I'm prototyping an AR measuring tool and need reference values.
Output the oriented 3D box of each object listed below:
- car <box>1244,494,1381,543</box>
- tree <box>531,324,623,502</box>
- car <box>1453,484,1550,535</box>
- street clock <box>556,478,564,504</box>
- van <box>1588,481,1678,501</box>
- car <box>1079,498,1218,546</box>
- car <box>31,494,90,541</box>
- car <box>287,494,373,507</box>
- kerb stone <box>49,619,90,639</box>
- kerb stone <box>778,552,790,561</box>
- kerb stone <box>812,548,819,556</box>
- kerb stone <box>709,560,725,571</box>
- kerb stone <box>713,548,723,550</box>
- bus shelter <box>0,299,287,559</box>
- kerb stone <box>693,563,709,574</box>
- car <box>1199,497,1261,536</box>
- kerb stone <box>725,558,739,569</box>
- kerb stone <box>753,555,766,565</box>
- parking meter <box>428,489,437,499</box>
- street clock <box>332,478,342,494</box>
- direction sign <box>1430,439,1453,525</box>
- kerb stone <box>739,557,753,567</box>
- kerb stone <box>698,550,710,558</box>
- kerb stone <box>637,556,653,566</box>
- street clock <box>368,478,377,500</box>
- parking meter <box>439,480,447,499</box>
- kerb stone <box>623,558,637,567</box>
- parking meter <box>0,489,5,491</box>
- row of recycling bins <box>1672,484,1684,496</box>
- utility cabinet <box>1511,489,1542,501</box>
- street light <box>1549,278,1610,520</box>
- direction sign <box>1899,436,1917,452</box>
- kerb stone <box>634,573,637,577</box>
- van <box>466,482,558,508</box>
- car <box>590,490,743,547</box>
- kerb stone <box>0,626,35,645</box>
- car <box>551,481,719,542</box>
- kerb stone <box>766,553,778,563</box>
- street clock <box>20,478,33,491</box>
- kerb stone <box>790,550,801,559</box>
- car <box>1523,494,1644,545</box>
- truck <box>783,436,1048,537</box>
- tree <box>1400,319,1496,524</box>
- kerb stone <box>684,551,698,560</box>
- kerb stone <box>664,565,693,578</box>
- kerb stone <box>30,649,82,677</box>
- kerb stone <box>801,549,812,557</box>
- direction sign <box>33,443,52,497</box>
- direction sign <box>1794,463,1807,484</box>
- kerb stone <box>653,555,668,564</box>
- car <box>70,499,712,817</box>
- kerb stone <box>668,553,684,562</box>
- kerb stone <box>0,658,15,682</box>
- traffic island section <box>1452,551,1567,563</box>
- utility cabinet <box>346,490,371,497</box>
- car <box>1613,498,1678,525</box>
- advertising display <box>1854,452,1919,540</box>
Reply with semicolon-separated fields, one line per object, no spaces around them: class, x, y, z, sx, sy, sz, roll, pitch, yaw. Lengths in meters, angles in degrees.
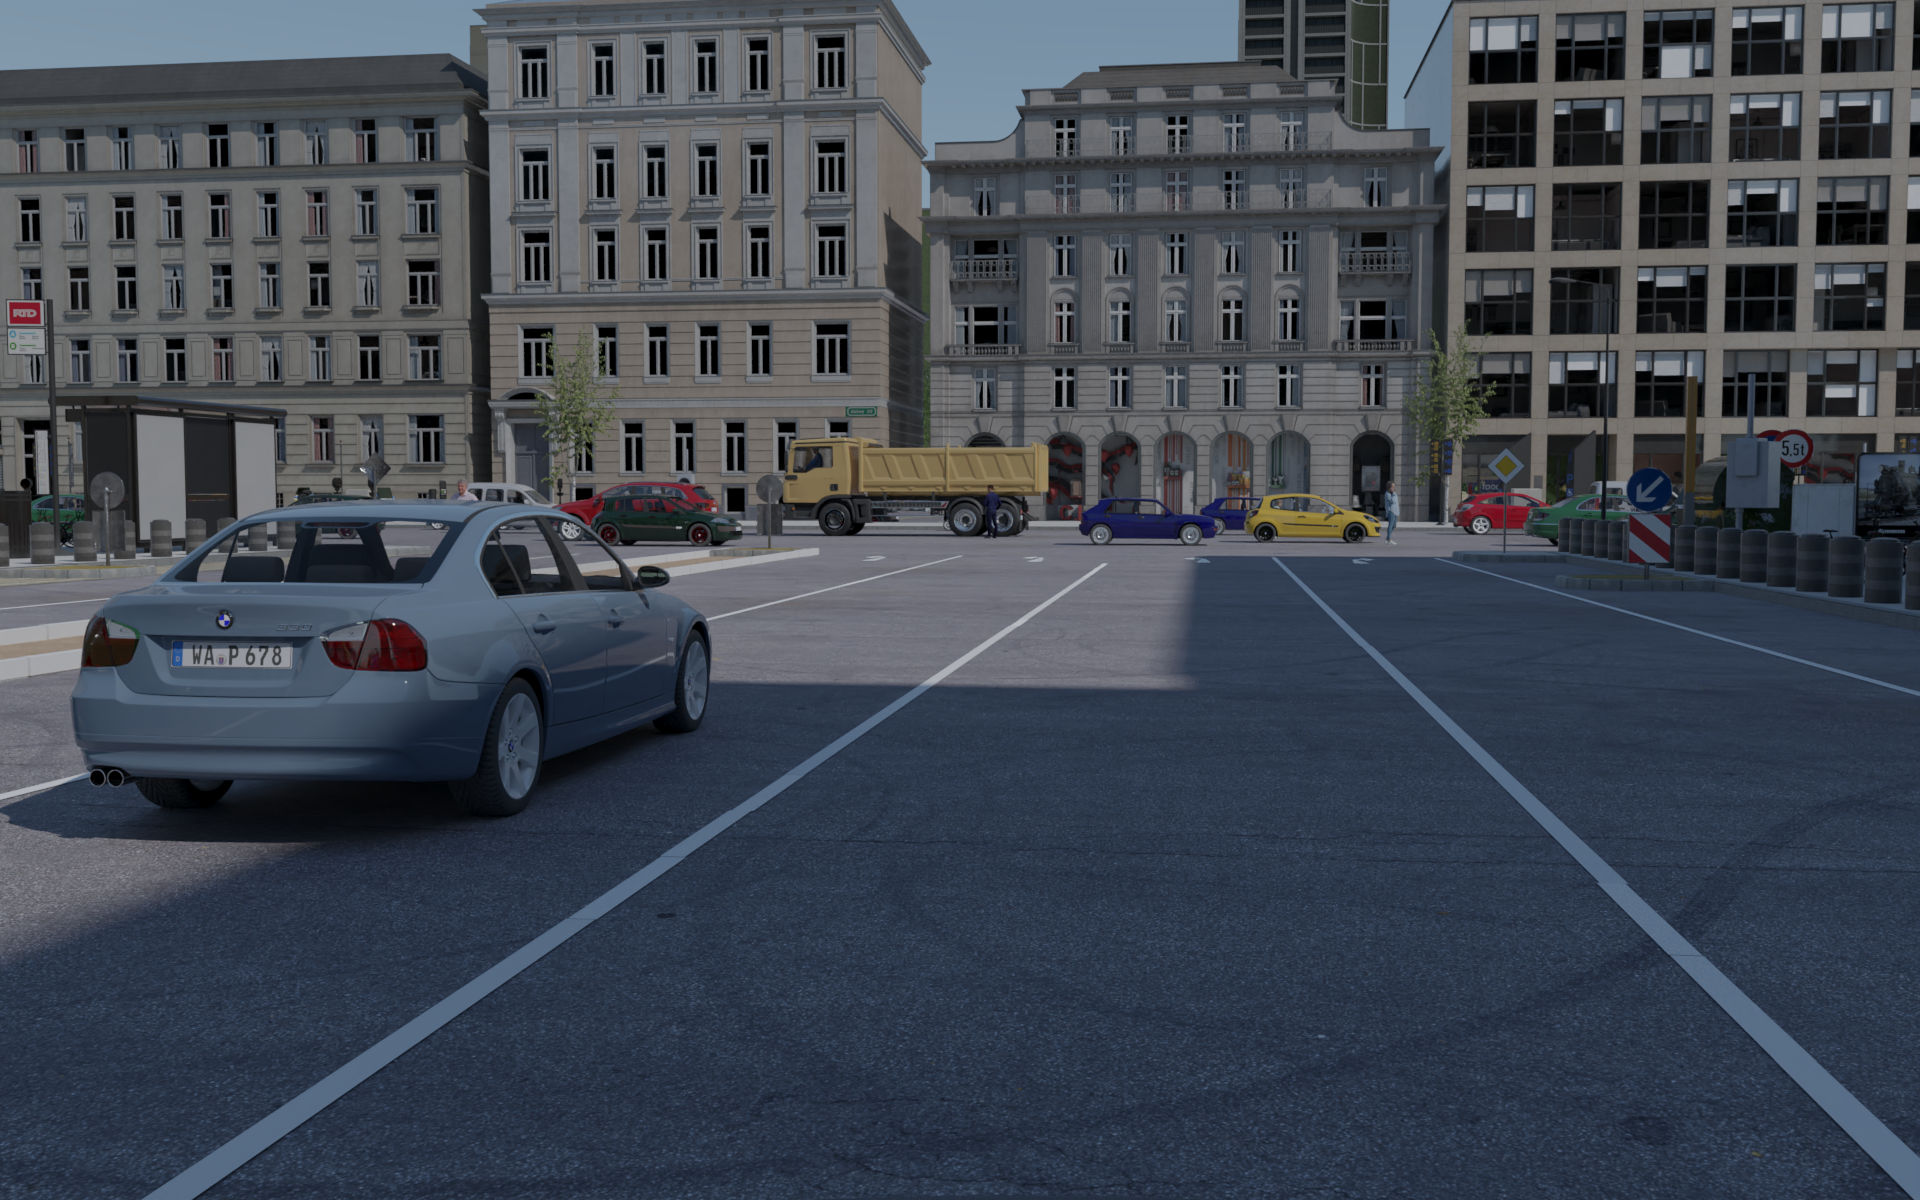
car;10.429;-2.512;51.293;3.980;1.641;2.015;0;4;7
tree;-16.869;-7.664;75.665;4.737;8.622;4.395;0;3;0
car;19.750;-3.189;61.183;4.494;1.783;2.155;0;4;7
street clock;-18.428;-4.603;79.832;0.358;2.002;0.471;-1;4;-11
van;22.463;-3.004;56.122;4.112;2.044;2.013;1;4;8
car;5.305;-2.214;48.781;3.894;1.354;1.945;0;4;7
car;-26.246;-2.469;52.173;4.920;1.459;2.131;0;4;7
car;-20.597;-2.807;55.676;4.222;1.686;2.009;1;4;9
kerb stone;-8.904;0.293;17.454;0.120;0.150;1.000;0;4;8
kerb stone;-3.917;-0.933;37.500;0.120;0.150;1.000;0;4;8
kerb stone;-3.473;-1.123;40.563;0.120;0.150;1.000;0;4;8
kerb stone;-4.649;-0.625;32.406;0.120;0.150;1.000;0;4;8
kerb stone;-5.703;-1.078;39.855;0.120;0.150;1.000;0;4;8
bus shelter;-18.177;-3.710;38.283;2.179;5.291;8.768;1;4;8
kerb stone;-4.793;-0.562;31.390;0.120;0.150;1.000;0;4;8
car;10.255;-2.930;60.486;3.894;1.354;1.945;0;4;8
kerb stone;-4.498;-0.686;33.427;0.120;0.150;1.000;0;4;8
kerb stone;-4.204;-0.810;35.458;0.120;0.150;1.000;0;4;8
parking meter;-25.245;-4.557;82.921;0.372;1.533;0.369;0;3;0
street clock;-27.228;-4.354;75.752;0.358;2.002;0.471;1;4;11
direction sign;19.780;-4.847;71.242;0.876;3.537;0.379;1;4;11
kerb stone;-4.359;-0.749;34.444;0.120;0.150;1.000;0;4;8
kerb stone;-5.847;-1.018;38.838;0.120;0.150;1.000;0;4;8
kerb stone;-6.429;-0.769;34.764;0.120;0.150;1.000;0;4;8
street clock;-25.088;-4.245;73.976;0.358;2.002;0.471;0;4;3
parking meter;-22.133;-4.187;74.168;0.255;1.863;0.399;-2;4;-24
kerb stone;-6.567;-0.706;33.746;0.120;0.150;1.000;0;4;8
parking meter;-44.561;-4.407;80.459;0.372;1.533;0.369;0;3;0
row of recycling bins;28.774;-3.815;69.493;1.069;1.692;3.534;-1;4;-12
utility cabinet;22.691;-3.714;69.411;1.173;1.500;0.318;0;4;-8
street light;13.337;-3.960;37.279;1.470;5.913;1.316;0;4;8
direction sign;36.987;-4.629;67.678;0.876;3.537;0.379;-1;4;-19
kerb stone;-5.231;-0.374;28.340;0.120;0.150;1.000;0;4;8
van;-16.114;-3.446;63.357;4.112;2.044;2.013;0;4;8
car;-8.131;-2.333;47.933;4.222;1.686;2.009;1;4;9
kerb stone;-9.056;0.362;16.436;0.120;0.150;1.000;0;4;8
car;-9.995;-2.718;53.109;5.304;1.827;2.281;0;4;8
kerb stone;-4.065;-0.869;36.475;0.120;0.150;1.000;0;4;8
street clock;-43.278;-4.634;80.328;0.471;2.002;0.358;0;4;-3
kerb stone;-3.768;-0.994;38.519;0.120;0.150;1.000;0;4;8
car;18.040;-2.184;47.500;4.920;1.459;2.131;0;4;7
truck;-1.967;-3.881;59.384;9.791;3.379;3.469;1;4;9
tree;20.722;-7.540;73.643;4.737;8.622;4.395;0;3;0
kerb stone;-5.991;-0.955;37.816;0.120;0.150;1.000;0;4;8
kerb stone;-4.938;-0.500;30.374;0.120;0.150;1.000;0;4;8
kerb stone;-7.271;0.497;14.075;0.120;0.150;1.000;0;4;8
kerb stone;-3.616;-1.061;39.547;0.120;0.150;1.000;0;4;8
direction sign;-40.766;-5.202;77.045;0.876;3.537;0.379;0;4;3
direction sign;36.042;-5.042;74.428;0.379;3.537;0.876;-1;4;-14
kerb stone;-6.288;-0.830;35.781;0.120;0.150;1.000;0;4;8
car;-2.644;0.179;9.077;2.014;1.417;4.499;0;4;8
kerb stone;-6.136;-0.893;36.800;0.120;0.150;1.000;0;4;8
kerb stone;-7.416;0.560;13.049;0.120;0.150;1.000;0;4;8
traffic island section;11.841;-0.938;37.619;2.009;0.180;2.903;0;4;8
utility cabinet;-29.275;-4.623;84.270;1.173;1.500;0.318;1;4;12
car;18.991;-2.155;45.028;4.222;1.686;2.009;1;4;9
advertising display;14.229;-1.301;26.477;0.974;1.923;0.123;2;4;24
